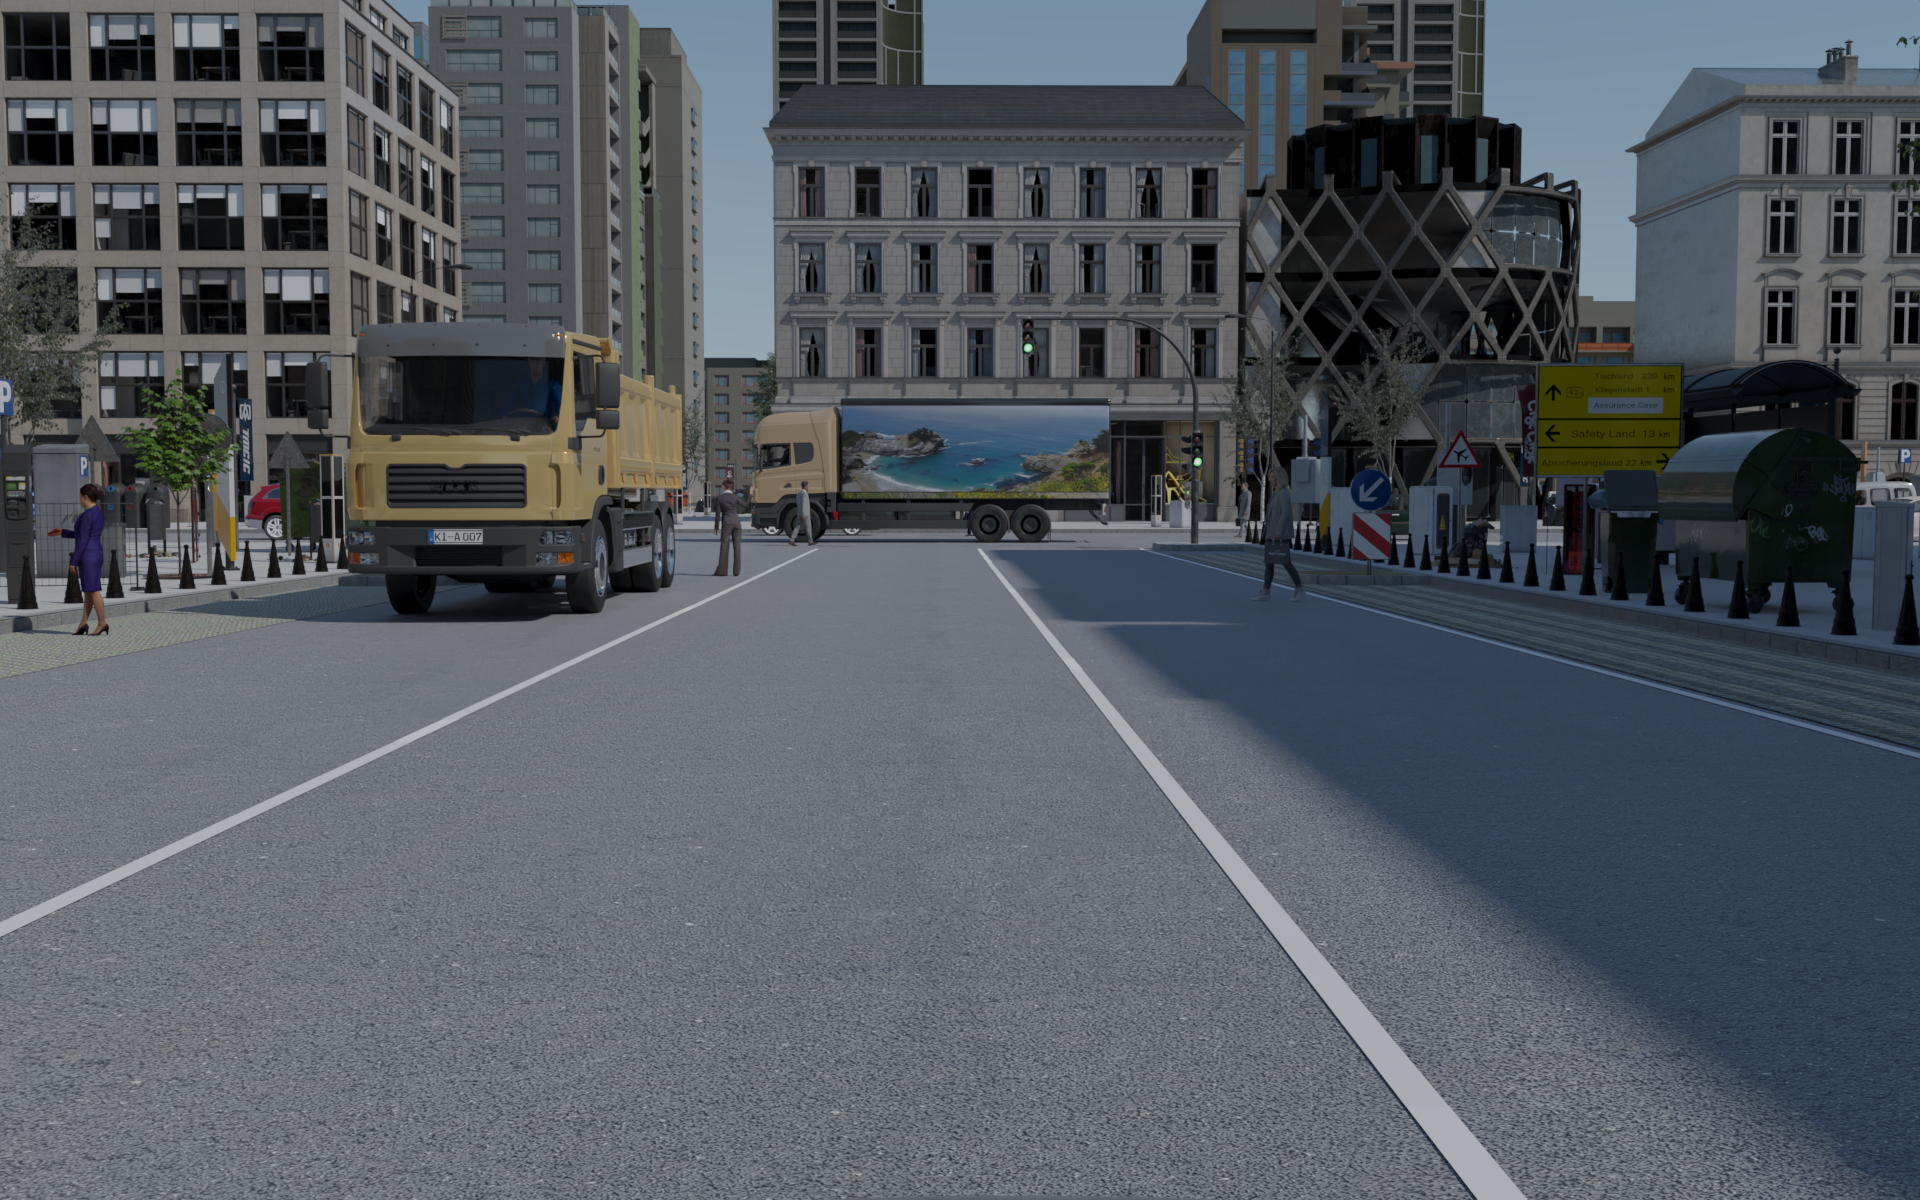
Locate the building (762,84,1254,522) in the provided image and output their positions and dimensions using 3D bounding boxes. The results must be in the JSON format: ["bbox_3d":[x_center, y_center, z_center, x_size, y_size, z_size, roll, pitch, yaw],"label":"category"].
[{"bbox_3d":[-7.144,-14.202,83.106,40.483,20.767,10.553,0,4,-1],"label":"building"}]

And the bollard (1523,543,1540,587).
[{"bbox_3d":[7.941,-0.490,24.055,0.229,0.601,0.229,0,3,0],"label":"bollard"}]

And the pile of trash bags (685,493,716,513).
[{"bbox_3d":[-17.930,-6.805,121.010,3.447,1.369,1.912,-2,4,-35],"label":"pile of trash bags"}]

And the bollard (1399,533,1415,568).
[{"bbox_3d":[7.850,-0.868,30.234,0.229,0.601,0.229,0,3,0],"label":"bollard"}]

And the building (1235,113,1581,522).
[{"bbox_3d":[21.463,-13.372,86.080,16.811,18.784,16.820,0,4,-1],"label":"building"}]

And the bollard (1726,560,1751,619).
[{"bbox_3d":[8.032,-0.111,17.852,0.229,0.601,0.229,0,3,0],"label":"bollard"}]

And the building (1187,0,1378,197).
[{"bbox_3d":[27.837,-30.775,153.274,14.600,45.320,14.200,0,4,-1],"label":"building"}]

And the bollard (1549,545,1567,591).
[{"bbox_3d":[7.953,-0.427,23.029,0.229,0.601,0.229,0,3,0],"label":"bollard"}]

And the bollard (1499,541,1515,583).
[{"bbox_3d":[7.926,-0.553,25.090,0.229,0.601,0.229,0,3,0],"label":"bollard"}]

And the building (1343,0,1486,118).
[{"bbox_3d":[63.783,-49.503,247.627,20.611,71.187,20.563,0,4,-1],"label":"building"}]

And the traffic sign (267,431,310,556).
[{"bbox_3d":[-13.880,-2.189,35.789,0.884,2.594,0.081,0,4,0],"label":"traffic sign"}]

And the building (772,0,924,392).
[{"bbox_3d":[-15.417,-49.411,246.127,20.611,71.187,20.563,0,4,-1],"label":"building"}]

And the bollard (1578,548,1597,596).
[{"bbox_3d":[7.974,-0.363,21.979,0.229,0.601,0.229,0,3,0],"label":"bollard"}]

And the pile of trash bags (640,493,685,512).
[{"bbox_3d":[-20.807,-6.584,117.407,3.447,1.369,1.912,2,4,24],"label":"pile of trash bags"}]

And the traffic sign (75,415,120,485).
[{"bbox_3d":[-14.254,-1.742,28.478,0.884,2.594,0.081,0,4,2],"label":"traffic sign"}]

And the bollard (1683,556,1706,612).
[{"bbox_3d":[8.019,-0.174,18.891,0.229,0.601,0.229,0,3,0],"label":"bollard"}]

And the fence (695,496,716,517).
[{"bbox_3d":[-14.215,-5.400,99.491,2.264,1.192,0.480,-1,4,-10],"label":"fence"}]

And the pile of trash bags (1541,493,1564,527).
[{"bbox_3d":[25.136,-3.631,69.114,3.447,1.369,1.912,0,4,2],"label":"pile of trash bags"}]

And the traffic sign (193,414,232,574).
[{"bbox_3d":[-11.915,-1.672,27.437,0.768,2.556,0.104,0,4,3],"label":"traffic sign"}]

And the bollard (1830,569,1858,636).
[{"bbox_3d":[8.065,0.016,15.785,0.229,0.601,0.229,0,3,0],"label":"bollard"}]

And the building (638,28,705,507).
[{"bbox_3d":[-38.328,-33.914,178.194,21.600,48.544,21.300,0,4,-1],"label":"building"}]

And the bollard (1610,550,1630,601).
[{"bbox_3d":[7.989,-0.300,20.953,0.229,0.601,0.229,0,3,0],"label":"bollard"}]

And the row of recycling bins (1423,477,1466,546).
[{"bbox_3d":[11.688,-2.122,41.811,1.069,1.692,3.534,1,4,17],"label":"row of recycling bins"}]

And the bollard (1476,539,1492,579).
[{"bbox_3d":[7.909,-0.617,26.126,0.229,0.601,0.229,0,3,0],"label":"bollard"}]

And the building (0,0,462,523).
[{"bbox_3d":[-44.514,-17.232,86.262,34.151,26.468,19.350,0,4,-1],"label":"building"}]

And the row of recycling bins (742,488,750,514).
[{"bbox_3d":[-13.897,-6.582,114.732,1.069,1.692,3.534,-1,4,-17],"label":"row of recycling bins"}]

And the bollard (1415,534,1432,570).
[{"bbox_3d":[7.860,-0.805,29.207,0.229,0.601,0.229,0,3,0],"label":"bollard"}]

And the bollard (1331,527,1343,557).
[{"bbox_3d":[7.779,-1.183,35.387,0.229,0.601,0.229,0,3,0],"label":"bollard"}]

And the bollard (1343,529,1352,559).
[{"bbox_3d":[7.789,-1.120,34.351,0.229,0.601,0.229,0,3,0],"label":"bollard"}]

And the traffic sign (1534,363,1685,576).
[{"bbox_3d":[10.076,-2.024,26.965,2.265,3.308,0.079,0,4,2],"label":"traffic sign"}]

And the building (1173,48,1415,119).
[{"bbox_3d":[32.248,-31.818,174.852,22.147,44.769,28.867,0,4,-1],"label":"building"}]

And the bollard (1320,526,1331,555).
[{"bbox_3d":[7.757,-1.247,36.422,0.229,0.601,0.229,0,3,0],"label":"bollard"}]

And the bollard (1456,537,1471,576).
[{"bbox_3d":[7.896,-0.680,27.153,0.229,0.601,0.229,0,3,0],"label":"bollard"}]

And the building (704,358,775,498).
[{"bbox_3d":[-40.477,-24.800,250.526,28.899,21.520,27.650,0,4,-1],"label":"building"}]

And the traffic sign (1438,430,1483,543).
[{"bbox_3d":[10.166,-2.155,35.245,0.884,2.594,0.081,0,4,5],"label":"traffic sign"}]

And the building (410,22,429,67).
[{"bbox_3d":[-64.338,-34.078,176.781,30.456,49.044,23.786,0,4,-1],"label":"building"}]

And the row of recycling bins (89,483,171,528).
[{"bbox_3d":[-31.296,-3.541,65.004,3.534,1.692,1.069,1,4,10],"label":"row of recycling bins"}]

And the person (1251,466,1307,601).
[{"bbox_3d":[4.283,-0.882,23.097,0.728,1.800,0.709,0,4,-4],"label":"person"}]

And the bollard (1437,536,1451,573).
[{"bbox_3d":[7.881,-0.742,28.181,0.229,0.601,0.229,0,3,0],"label":"bollard"}]

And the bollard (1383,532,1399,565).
[{"bbox_3d":[7.835,-0.932,31.272,0.229,0.601,0.229,0,3,0],"label":"bollard"}]

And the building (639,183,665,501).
[{"bbox_3d":[-34.835,-23.495,155.851,14.160,30.474,14.107,0,4,-1],"label":"building"}]

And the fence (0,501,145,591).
[{"bbox_3d":[-11.915,-0.698,22.619,2.264,1.192,0.480,-2,4,-27],"label":"fence"}]

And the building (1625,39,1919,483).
[{"bbox_3d":[52.832,-16.303,85.638,34.723,24.649,14.460,0,4,-1],"label":"building"}]

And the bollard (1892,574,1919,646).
[{"bbox_3d":[8.078,0.079,14.753,0.229,0.601,0.229,0,3,0],"label":"bollard"}]

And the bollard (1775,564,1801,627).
[{"bbox_3d":[8.047,-0.047,16.811,0.229,0.601,0.229,0,3,0],"label":"bollard"}]

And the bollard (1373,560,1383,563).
[{"bbox_3d":[7.818,-0.994,32.298,0.229,0.601,0.229,0,3,0],"label":"bollard"}]

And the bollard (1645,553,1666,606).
[{"bbox_3d":[8.003,-0.237,19.917,0.229,0.601,0.229,0,3,0],"label":"bollard"}]

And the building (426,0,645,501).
[{"bbox_3d":[-33.977,-27.946,140.505,14.154,41.232,14.086,0,4,-1],"label":"building"}]

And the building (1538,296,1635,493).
[{"bbox_3d":[62.028,-20.333,177.481,28.899,21.520,27.650,0,4,-1],"label":"building"}]

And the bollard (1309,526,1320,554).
[{"bbox_3d":[7.745,-1.309,37.451,0.229,0.601,0.229,0,3,0],"label":"bollard"}]

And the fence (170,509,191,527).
[{"bbox_3d":[-30.952,-3.245,68.434,2.069,0.683,0.278,3,4,39],"label":"fence"}]
